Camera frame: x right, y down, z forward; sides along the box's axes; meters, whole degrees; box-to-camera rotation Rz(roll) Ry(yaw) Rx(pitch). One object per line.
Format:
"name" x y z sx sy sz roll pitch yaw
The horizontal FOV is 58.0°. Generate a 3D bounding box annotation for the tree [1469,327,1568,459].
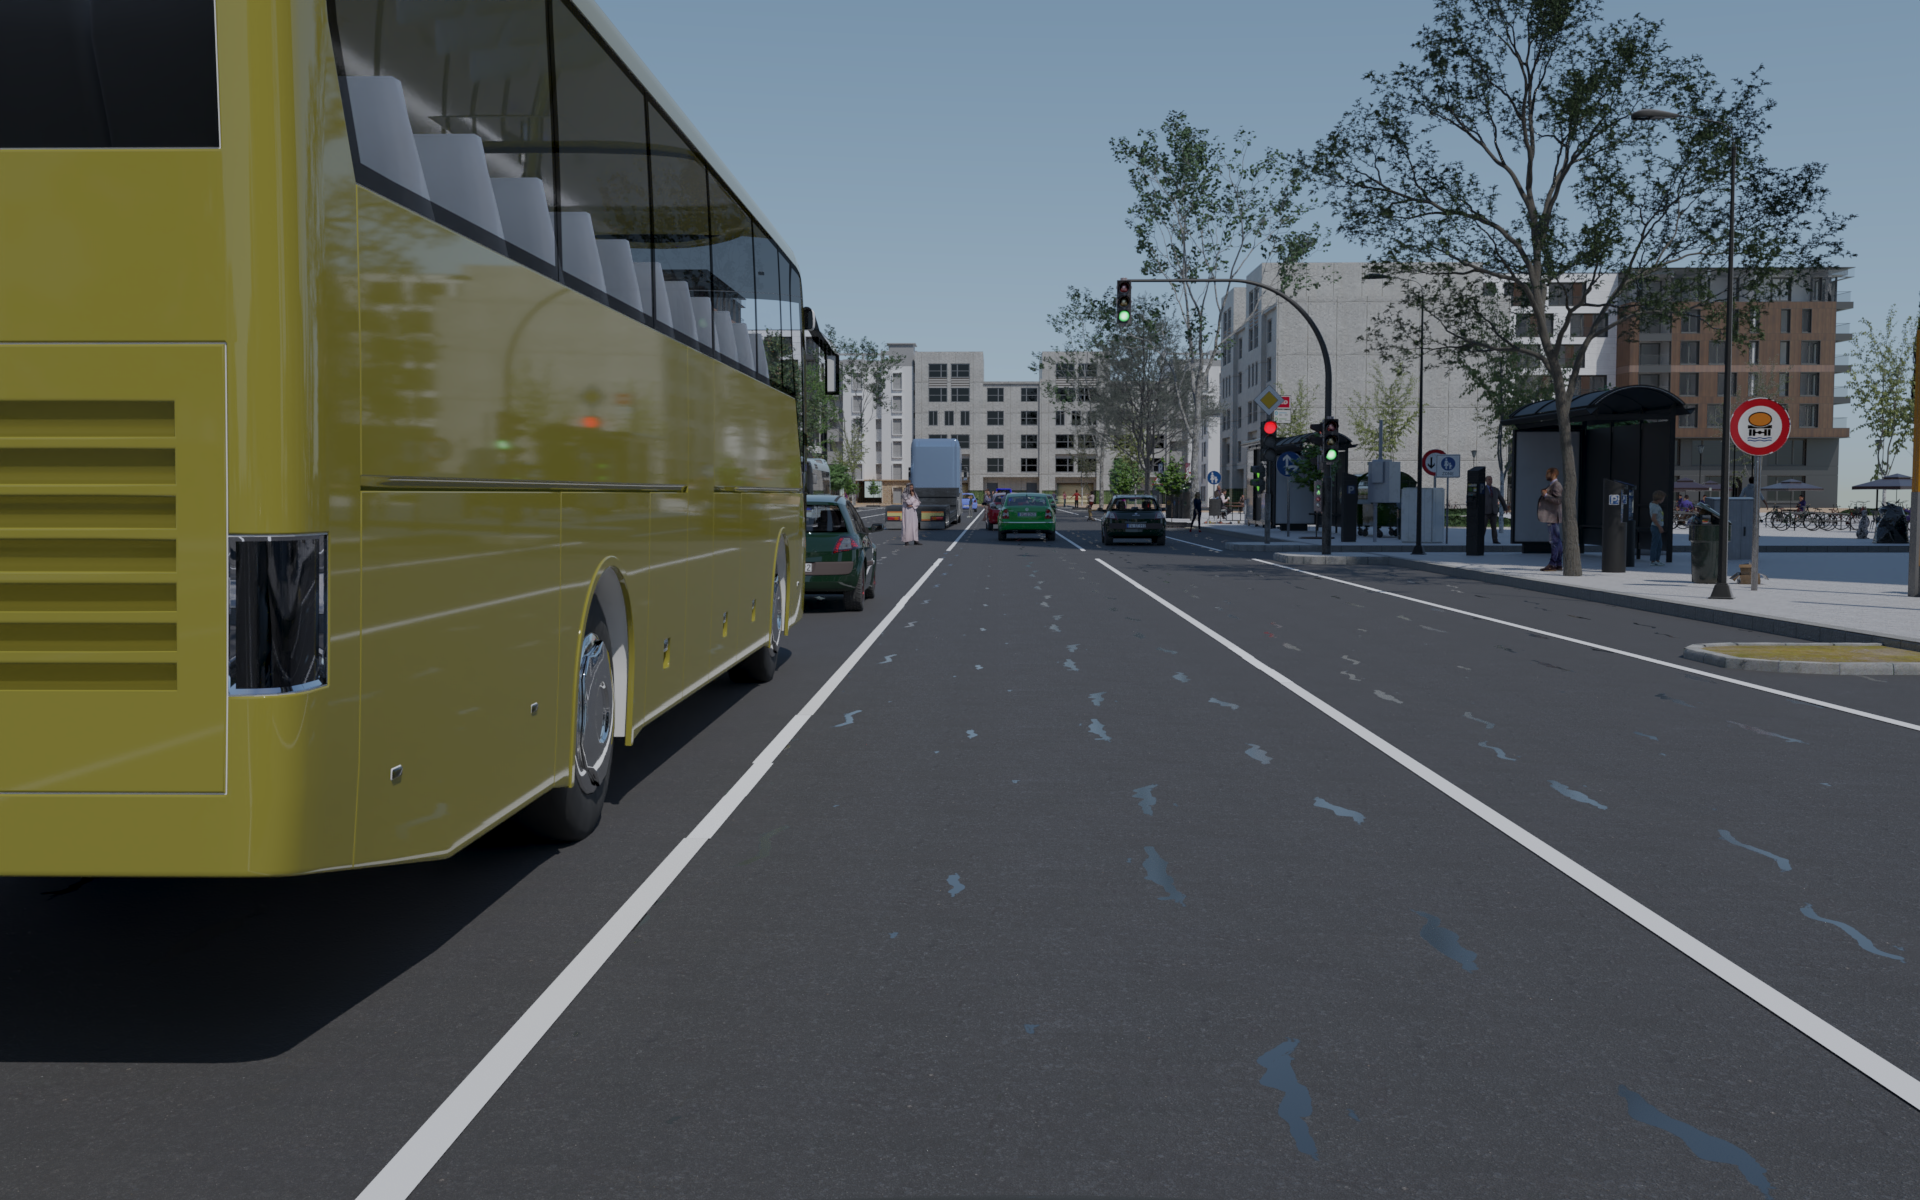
"tree" 24.626 -7.676 75.865 4.360 8.622 3.978 0 3 0

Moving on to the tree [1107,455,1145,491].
"tree" 13.253 -9.419 137.706 4.285 4.588 4.351 0 3 0

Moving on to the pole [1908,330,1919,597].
"pole" 11.945 -1.692 21.510 0.158 3.312 0.155 0 3 0

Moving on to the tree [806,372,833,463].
"tree" -13.311 -12.291 117.969 9.611 12.733 9.660 0 3 0

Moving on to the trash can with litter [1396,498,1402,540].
"trash can with litter" 12.587 -2.274 48.571 0.624 1.170 1.055 0 4 6

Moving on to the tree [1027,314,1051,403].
"tree" 12.319 -18.401 156.750 12.611 20.169 13.585 0 3 0

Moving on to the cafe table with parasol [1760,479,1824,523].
"cafe table with parasol" 37.687 -4.508 78.569 2.610 1.966 2.610 3 5 41

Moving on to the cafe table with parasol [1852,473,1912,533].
"cafe table with parasol" 30.995 -3.209 57.329 2.610 1.966 2.610 2 4 35

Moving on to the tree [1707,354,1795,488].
"tree" 42.044 -8.635 91.541 4.360 8.622 3.978 0 3 0

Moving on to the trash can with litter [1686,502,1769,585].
"trash can with litter" 10.987 -0.821 24.809 1.055 1.170 0.624 1 4 14

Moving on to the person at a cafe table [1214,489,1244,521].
"person at a cafe table" 12.928 -4.546 82.849 1.622 1.524 1.698 -1 4 -8

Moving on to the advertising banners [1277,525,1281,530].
"advertising banners" 12.208 -4.042 62.282 2.074 3.025 0.090 -2 4 -34

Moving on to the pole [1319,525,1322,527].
"pole" 13.854 -4.448 66.562 0.158 3.312 0.155 0 3 0

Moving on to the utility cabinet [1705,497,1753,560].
"utility cabinet" 15.127 -1.394 33.952 1.020 1.237 0.306 -1 4 -13

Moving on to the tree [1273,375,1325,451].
"tree" 20.753 -9.652 108.180 4.737 8.622 4.395 0 3 0

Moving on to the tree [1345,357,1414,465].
"tree" 22.757 -8.690 92.441 4.737 8.622 4.395 0 3 0

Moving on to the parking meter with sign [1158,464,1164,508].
"parking meter with sign" 12.237 -6.294 99.163 1.738 3.016 0.543 -1 4 -23

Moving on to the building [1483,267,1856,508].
"building" 64.287 -19.952 170.194 32.646 21.610 27.936 0 4 1

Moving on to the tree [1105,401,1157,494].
"tree" 12.940 -10.895 128.499 4.737 8.622 4.395 0 3 0

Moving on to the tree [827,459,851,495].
"tree" -11.605 -10.859 161.264 4.285 4.588 4.351 0 3 0

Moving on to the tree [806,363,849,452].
"tree" -12.628 -12.690 133.236 9.928 11.665 9.643 0 3 0

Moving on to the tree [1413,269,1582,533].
"tree" 18.000 -6.495 56.553 4.737 8.622 4.395 0 3 0

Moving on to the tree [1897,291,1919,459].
"tree" 65.273 -12.615 108.076 13.155 14.587 18.604 -1 4 -11

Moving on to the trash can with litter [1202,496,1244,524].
"trash can with litter" 11.374 -3.881 74.507 2.233 1.210 1.678 0 4 -6

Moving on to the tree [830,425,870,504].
"tree" -11.453 -14.083 180.620 4.737 8.622 4.395 0 3 0

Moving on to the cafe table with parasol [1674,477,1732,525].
"cafe table with parasol" 29.842 -4.061 71.267 2.610 1.966 2.610 0 4 -8

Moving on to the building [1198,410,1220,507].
"building" 28.940 -14.001 171.056 9.099 9.664 28.070 0 4 1

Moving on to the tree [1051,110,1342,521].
"tree" 11.965 -13.945 83.894 12.611 20.169 13.585 0 3 0

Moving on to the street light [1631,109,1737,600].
"street light" 8.795 -2.968 21.065 1.470 5.913 1.316 0 4 1

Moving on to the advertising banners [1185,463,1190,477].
"advertising banners" 12.213 -6.111 96.105 0.090 3.025 2.074 3 5 40

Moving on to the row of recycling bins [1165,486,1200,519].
"row of recycling bins" 11.730 -5.133 91.045 1.069 1.692 3.534 -1 4 -12

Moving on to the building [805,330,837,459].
"building" -33.554 -23.556 229.120 32.646 21.610 27.936 0 4 1

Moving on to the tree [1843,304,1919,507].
"tree" 36.579 -7.191 67.942 4.737 8.622 4.395 0 3 0

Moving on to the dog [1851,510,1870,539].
"dog" 25.797 -2.160 49.692 0.800 0.831 0.513 -1 4 -14

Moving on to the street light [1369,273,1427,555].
"street light" 9.194 -3.918 36.607 1.470 5.913 1.316 0 4 1

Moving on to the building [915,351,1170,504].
"building" 10.353 -21.809 223.035 31.486 18.905 16.747 0 4 1

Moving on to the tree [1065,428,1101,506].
"tree" 13.391 -14.432 186.322 4.360 8.622 3.978 0 3 0

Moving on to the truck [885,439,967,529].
"truck" -1.426 -5.419 78.354 2.967 4.110 18.799 0 4 2

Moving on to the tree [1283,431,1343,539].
"tree" 10.102 -3.368 49.669 1.663 3.219 1.824 0 3 0

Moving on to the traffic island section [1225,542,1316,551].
"traffic island section" 7.960 -1.374 44.747 2.009 0.180 2.903 0 4 1

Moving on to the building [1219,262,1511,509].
"building" 31.570 -16.777 140.766 16.747 18.905 31.486 0 4 1

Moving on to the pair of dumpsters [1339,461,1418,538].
"pair of dumpsters" 12.719 -3.062 52.561 1.574 2.255 4.437 0 4 1

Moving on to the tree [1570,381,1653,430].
"tree" 18.877 -4.101 50.764 4.285 4.588 4.351 0 3 0

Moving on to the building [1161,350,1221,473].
"building" 31.772 -22.370 222.166 11.380 20.091 16.016 0 4 1

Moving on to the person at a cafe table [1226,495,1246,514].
"person at a cafe table" 18.255 -6.262 113.252 1.698 1.238 1.726 3 5 44

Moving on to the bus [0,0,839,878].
"bus" -2.657 -1.127 9.973 2.896 3.916 12.252 0 4 1

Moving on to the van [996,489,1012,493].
"van" 4.922 -11.536 193.003 2.240 2.365 5.245 0 4 3

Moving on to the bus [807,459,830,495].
"bus" -8.088 -5.513 84.997 2.948 3.499 13.247 0 4 0

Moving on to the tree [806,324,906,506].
"tree" -12.339 -20.594 192.607 12.611 20.169 13.585 0 3 0

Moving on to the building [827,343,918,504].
"building" -11.080 -22.435 223.239 11.380 20.091 16.016 0 4 1

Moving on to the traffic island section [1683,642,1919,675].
"traffic island section" 7.303 0.498 14.721 1.991 0.108 1.994 0 4 1

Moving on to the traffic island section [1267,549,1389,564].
"traffic island section" 7.787 -0.886 36.764 2.009 0.180 2.903 0 4 1

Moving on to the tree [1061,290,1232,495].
"tree" 11.360 -11.917 105.208 12.009 13.543 11.850 0 3 0

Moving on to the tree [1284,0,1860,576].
"tree" 9.597 -5.670 27.116 8.767 10.594 7.601 0 4 -1
